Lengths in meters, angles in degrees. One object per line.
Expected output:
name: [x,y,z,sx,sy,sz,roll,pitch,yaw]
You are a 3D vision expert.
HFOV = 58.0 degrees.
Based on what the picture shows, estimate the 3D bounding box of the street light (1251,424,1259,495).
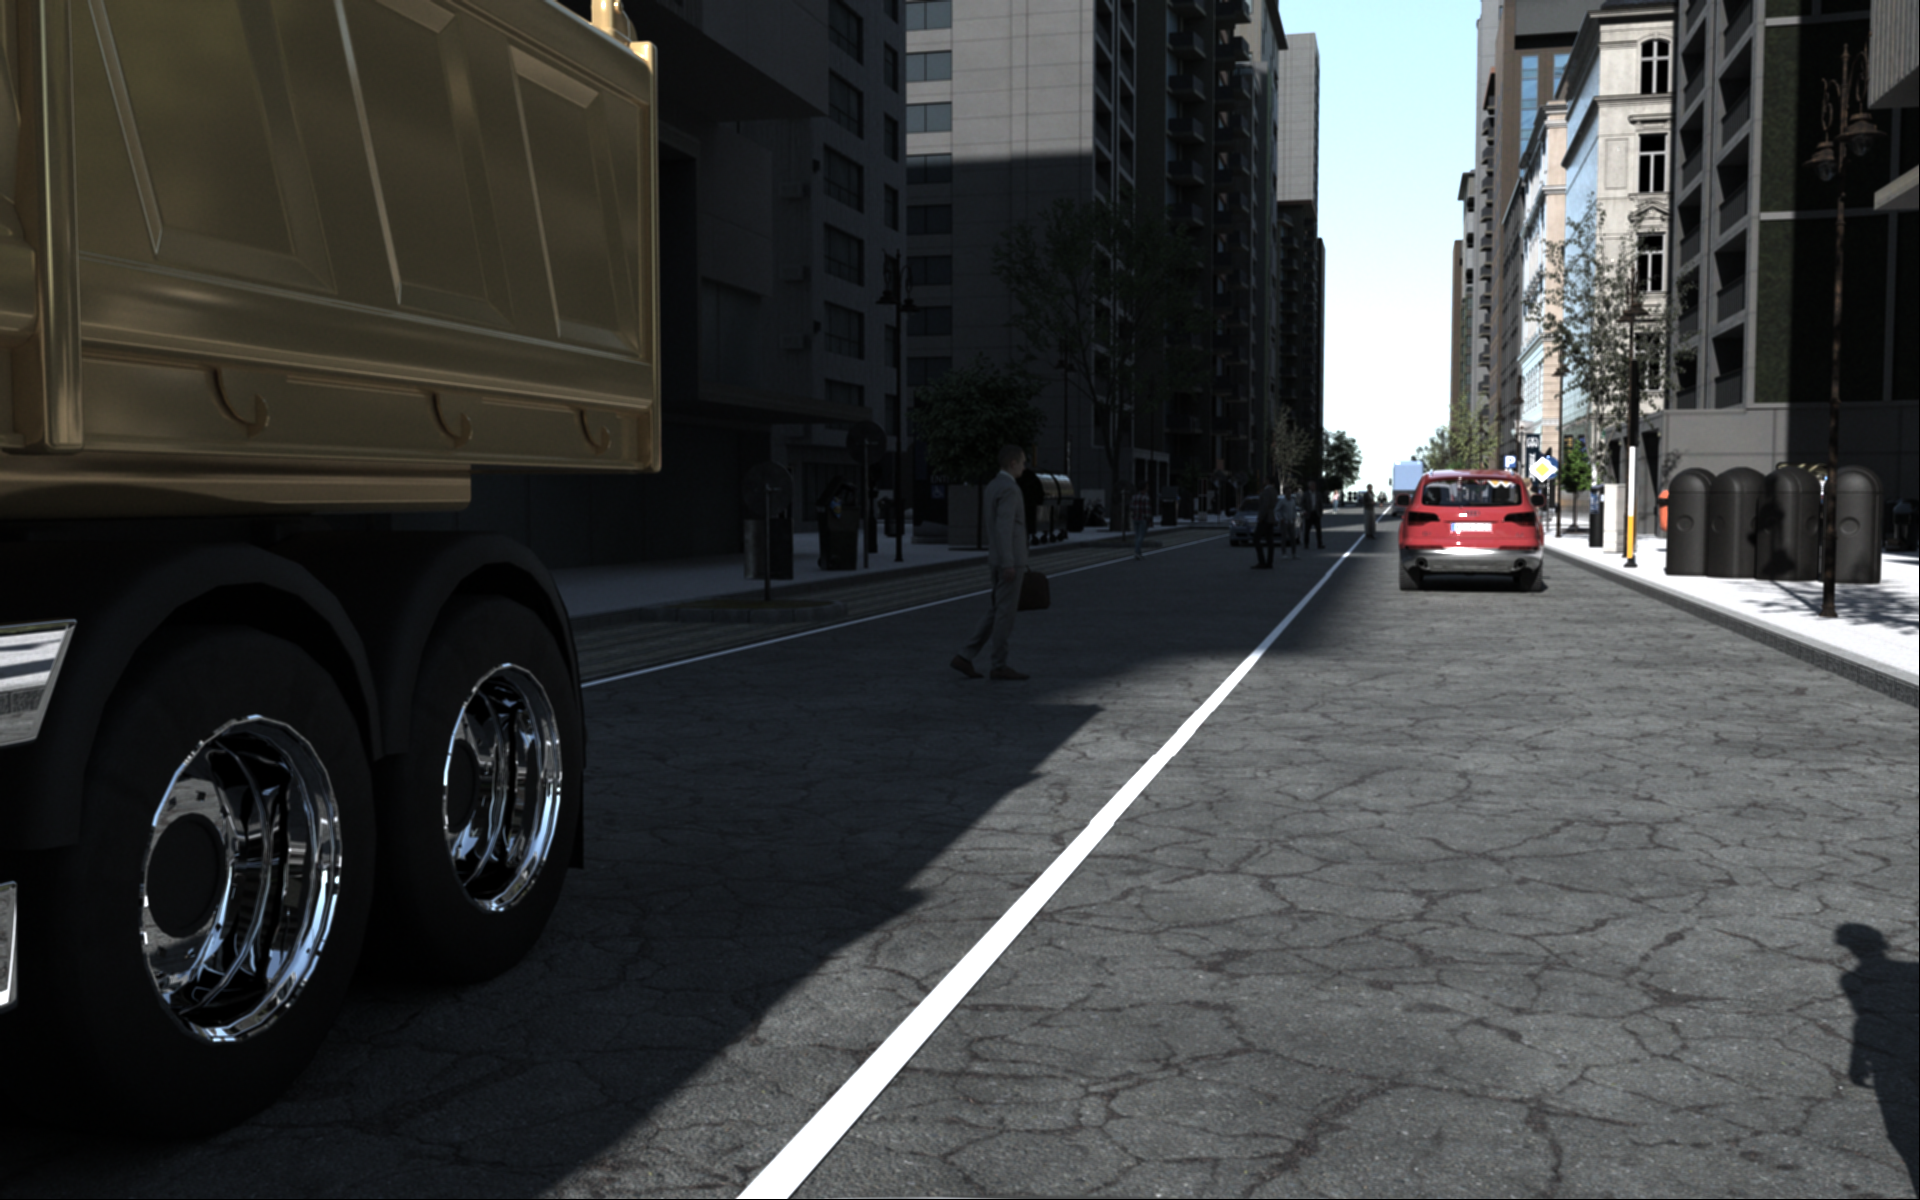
street light: [19.040,-8.517,112.044,0.468,5.910,1.993,1,4,14]

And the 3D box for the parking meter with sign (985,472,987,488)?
parking meter with sign: [1.825,-4.443,68.902,1.738,3.016,0.543,-1,4,-18]

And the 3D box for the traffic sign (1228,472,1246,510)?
traffic sign: [12.549,-4.578,78.488,0.795,2.450,0.064,1,4,14]

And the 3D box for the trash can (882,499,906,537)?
trash can: [-1.958,-2.450,51.712,0.748,1.137,0.748,0,3,0]

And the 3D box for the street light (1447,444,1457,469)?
street light: [44.650,-11.269,157.028,0.468,5.910,1.993,1,4,14]

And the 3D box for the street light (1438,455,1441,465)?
street light: [52.935,-13.278,189.879,0.468,5.910,1.993,1,4,14]

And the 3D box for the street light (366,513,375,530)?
street light: [-5.500,-2.645,16.040,0.468,5.910,1.993,1,4,14]

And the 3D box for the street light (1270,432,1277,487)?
street light: [23.428,-9.571,129.281,0.468,5.910,1.993,1,4,14]

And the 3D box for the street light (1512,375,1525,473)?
street light: [21.714,-5.792,67.489,0.468,5.910,1.993,1,4,14]

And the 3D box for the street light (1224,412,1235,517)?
street light: [14.914,-7.528,95.871,0.468,5.910,1.993,1,4,14]

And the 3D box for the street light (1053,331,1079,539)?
street light: [3.012,-4.681,49.330,0.468,5.910,1.993,1,4,14]

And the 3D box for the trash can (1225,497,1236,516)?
trash can: [15.643,-5.415,100.187,0.748,1.137,0.748,0,3,0]

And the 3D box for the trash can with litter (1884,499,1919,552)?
trash can with litter: [21.073,-1.665,38.611,1.055,1.170,0.624,-3,5,-42]

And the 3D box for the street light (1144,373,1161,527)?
street light: [7.367,-5.728,66.444,0.468,5.910,1.993,1,4,14]

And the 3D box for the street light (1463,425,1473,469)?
street light: [33.975,-8.726,115.453,0.468,5.910,1.993,1,4,14]

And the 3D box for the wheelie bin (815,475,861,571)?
wheelie bin: [-2.050,-1.308,29.296,0.693,1.594,0.980,-1,4,-19]

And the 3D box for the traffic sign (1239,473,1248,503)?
traffic sign: [16.673,-6.265,102.537,0.768,2.556,0.104,1,4,15]

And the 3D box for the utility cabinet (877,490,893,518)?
utility cabinet: [-4.047,-5.029,90.902,1.173,1.500,0.318,-2,4,-25]

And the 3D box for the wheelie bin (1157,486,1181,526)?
wheelie bin: [8.418,-3.781,69.735,0.980,1.594,0.693,1,4,17]

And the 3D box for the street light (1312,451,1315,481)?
street light: [37.965,-13.049,186.136,0.468,5.910,1.993,1,4,14]

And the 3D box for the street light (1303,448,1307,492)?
street light: [33.795,-12.053,169.856,0.468,5.910,1.993,1,4,14]

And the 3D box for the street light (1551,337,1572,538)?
street light: [17.687,-4.785,51.026,0.468,5.910,1.993,1,4,14]

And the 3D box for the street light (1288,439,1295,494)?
street light: [27.736,-10.591,145.954,0.468,5.910,1.993,1,4,14]

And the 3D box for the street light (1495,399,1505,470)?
street light: [25.597,-6.697,82.278,0.468,5.910,1.993,1,4,14]

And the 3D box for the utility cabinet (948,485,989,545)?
utility cabinet: [0.306,-2.087,42.794,1.173,1.500,0.318,0,4,7]

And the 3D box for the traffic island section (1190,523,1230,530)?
traffic island section: [10.551,-2.969,70.818,2.009,0.180,2.903,1,4,14]

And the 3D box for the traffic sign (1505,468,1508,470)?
traffic sign: [21.419,-3.935,67.974,0.795,2.450,0.064,1,4,14]

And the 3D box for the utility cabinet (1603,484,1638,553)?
utility cabinet: [14.442,-1.783,37.831,0.318,1.500,1.173,3,5,42]

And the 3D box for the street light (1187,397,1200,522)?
street light: [10.659,-6.505,79.149,0.468,5.910,1.993,1,4,14]

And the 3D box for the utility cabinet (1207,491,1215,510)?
utility cabinet: [17.097,-6.683,117.946,1.173,1.500,0.318,-1,4,-9]

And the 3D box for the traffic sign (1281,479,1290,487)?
traffic sign: [26.827,-8.726,142.779,0.768,2.556,0.104,1,4,21]

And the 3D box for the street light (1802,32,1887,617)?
street light: [9.088,-2.762,17.948,0.468,5.910,1.993,1,4,14]

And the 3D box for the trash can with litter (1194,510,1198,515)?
trash can with litter: [14.285,-5.852,107.068,1.055,1.170,0.624,-2,4,-25]

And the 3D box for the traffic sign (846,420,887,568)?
traffic sign: [-1.630,-1.826,29.959,0.768,2.556,0.104,1,4,19]

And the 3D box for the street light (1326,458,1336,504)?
street light: [50.161,-15.982,234.098,0.468,5.910,1.993,1,4,14]

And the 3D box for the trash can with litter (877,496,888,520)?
trash can with litter: [-4.059,-4.589,86.424,1.055,1.170,0.624,2,4,26]

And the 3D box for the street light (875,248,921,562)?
street light: [-1.162,-3.670,32.796,0.468,5.910,1.993,1,4,14]

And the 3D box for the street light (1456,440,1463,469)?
street light: [38.201,-9.718,131.675,0.468,5.910,1.993,1,4,14]

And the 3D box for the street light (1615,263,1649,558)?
street light: [13.462,-3.794,34.816,0.468,5.910,1.993,1,4,14]

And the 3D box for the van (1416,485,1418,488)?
van: [18.234,-3.653,66.741,2.013,2.044,4.112,1,4,14]

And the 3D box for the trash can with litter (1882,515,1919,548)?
trash can with litter: [22.811,-1.862,41.508,2.233,1.210,1.678,-1,4,-9]

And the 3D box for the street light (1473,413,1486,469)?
street light: [29.693,-7.707,98.804,0.468,5.910,1.993,1,4,14]

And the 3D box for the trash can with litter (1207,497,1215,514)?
trash can with litter: [15.975,-6.018,109.780,0.624,1.170,1.055,-3,5,-43]

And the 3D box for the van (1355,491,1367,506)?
van: [49.215,-12.499,211.365,2.013,2.044,4.112,1,4,13]

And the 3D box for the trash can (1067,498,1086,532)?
trash can: [3.863,-2.853,58.307,0.748,1.137,0.748,0,3,0]

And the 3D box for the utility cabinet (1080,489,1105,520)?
utility cabinet: [6.410,-4.595,83.808,1.173,1.500,0.318,-2,4,-24]

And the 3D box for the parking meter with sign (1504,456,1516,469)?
parking meter with sign: [24.874,-5.001,78.026,0.543,3.016,1.738,1,4,10]

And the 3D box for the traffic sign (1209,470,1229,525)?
traffic sign: [10.575,-4.104,70.750,0.795,2.450,0.064,1,4,14]

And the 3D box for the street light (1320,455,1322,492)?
street light: [42.210,-14.050,202.501,0.468,5.910,1.993,1,4,14]

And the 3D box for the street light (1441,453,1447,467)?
street light: [48.669,-12.259,173.229,0.468,5.910,1.993,1,4,14]
